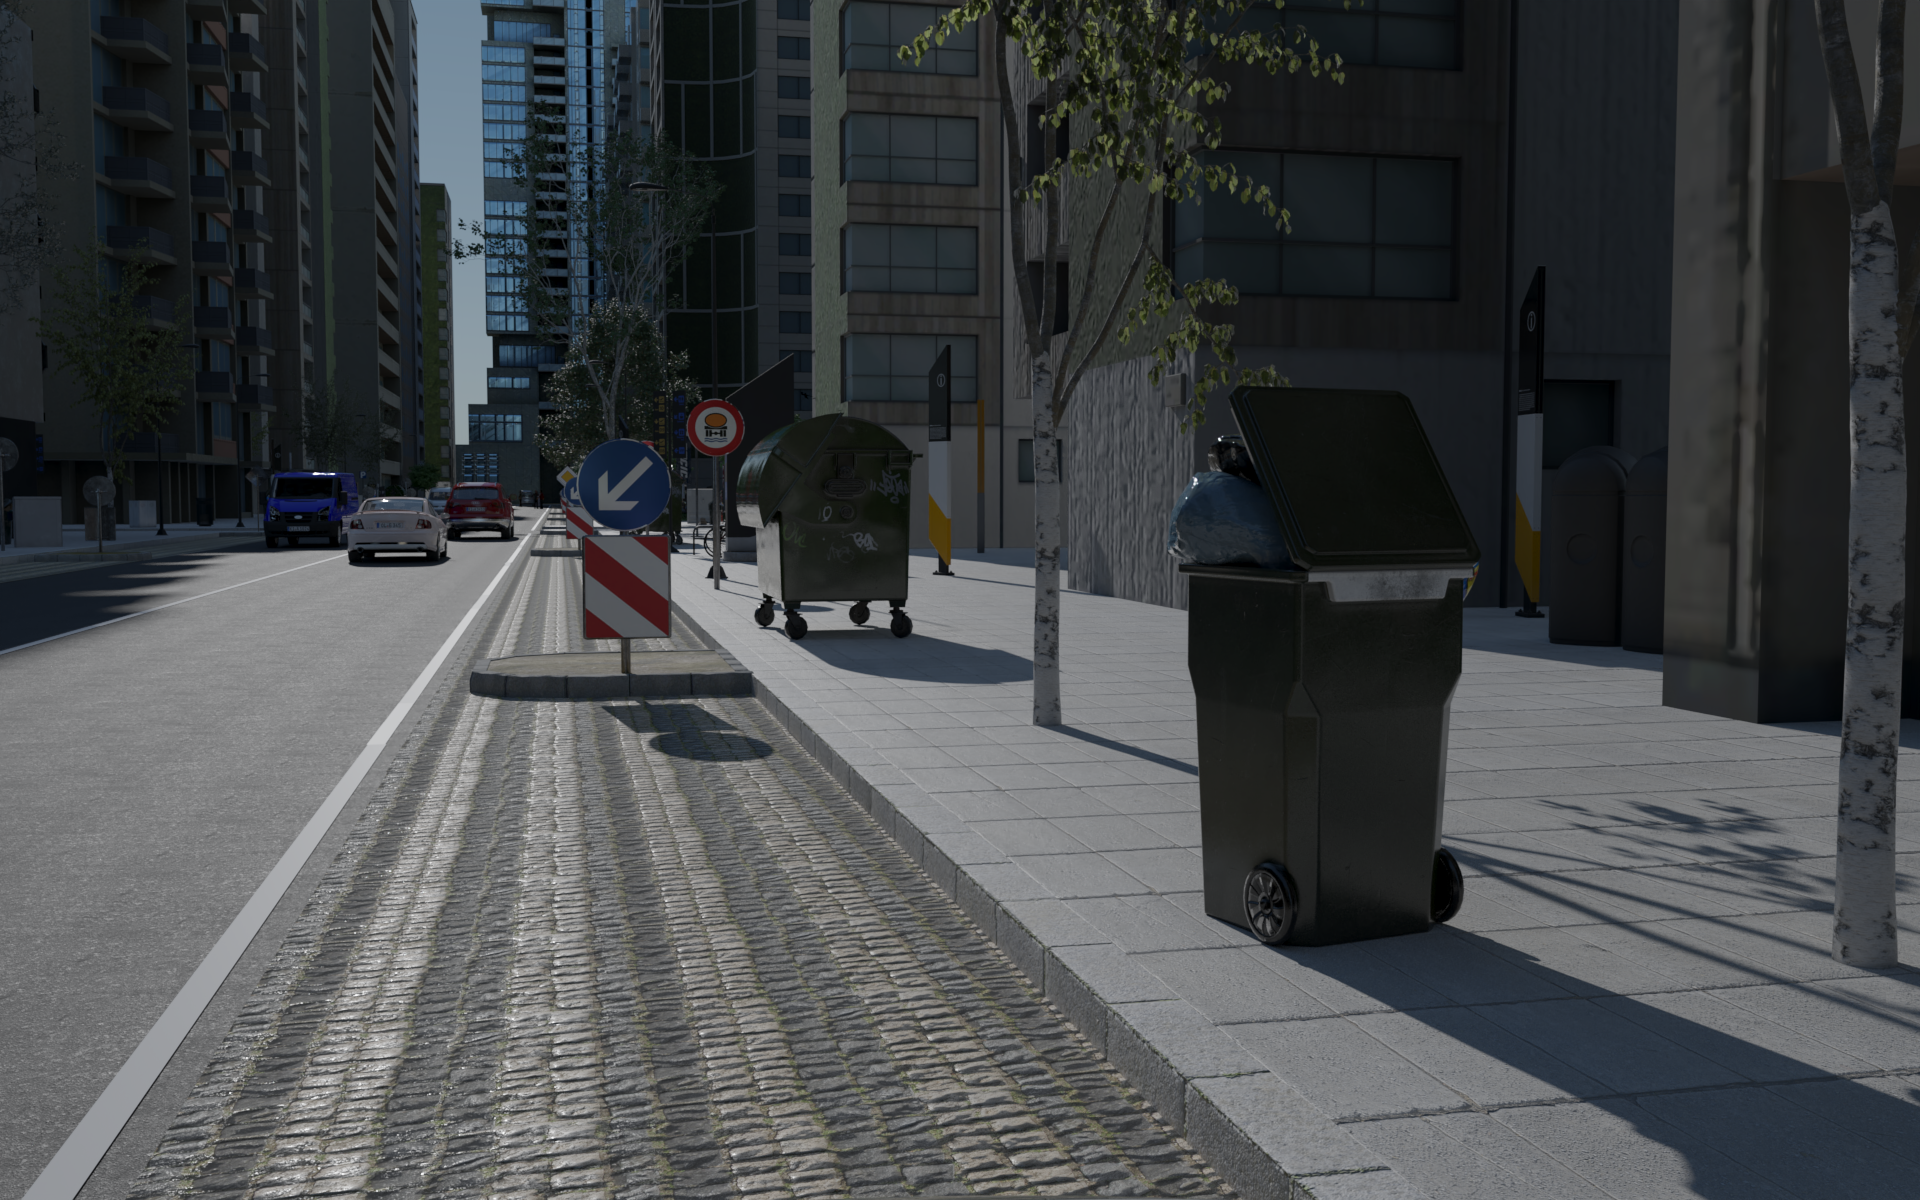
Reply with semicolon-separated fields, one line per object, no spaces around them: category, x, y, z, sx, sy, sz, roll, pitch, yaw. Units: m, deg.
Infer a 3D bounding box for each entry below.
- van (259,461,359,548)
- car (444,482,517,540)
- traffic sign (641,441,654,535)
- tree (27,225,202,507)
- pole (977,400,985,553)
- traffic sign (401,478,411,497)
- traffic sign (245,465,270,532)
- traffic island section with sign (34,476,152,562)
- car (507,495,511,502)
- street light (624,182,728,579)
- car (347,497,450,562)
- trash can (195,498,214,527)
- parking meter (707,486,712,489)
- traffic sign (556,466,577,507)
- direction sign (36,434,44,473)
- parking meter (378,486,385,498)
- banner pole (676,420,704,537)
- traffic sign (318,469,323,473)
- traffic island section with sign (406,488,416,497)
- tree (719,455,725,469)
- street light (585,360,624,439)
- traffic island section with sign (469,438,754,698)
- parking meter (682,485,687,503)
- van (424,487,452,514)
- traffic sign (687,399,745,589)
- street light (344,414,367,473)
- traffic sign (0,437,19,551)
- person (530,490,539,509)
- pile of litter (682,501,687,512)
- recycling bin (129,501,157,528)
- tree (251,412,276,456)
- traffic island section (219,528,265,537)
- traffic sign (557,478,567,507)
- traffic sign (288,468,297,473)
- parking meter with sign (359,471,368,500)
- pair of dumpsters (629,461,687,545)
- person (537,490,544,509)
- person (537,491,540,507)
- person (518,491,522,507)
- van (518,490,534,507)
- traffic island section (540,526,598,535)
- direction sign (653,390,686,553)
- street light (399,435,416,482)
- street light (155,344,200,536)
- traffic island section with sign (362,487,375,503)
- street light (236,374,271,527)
van;-17.971;-2.675;48.116;2.240;2.365;5.245;-1;4;-12
car;-15.582;-2.909;56.234;2.281;1.827;5.304;-1;4;-12
traffic sign;-7.469;-2.522;41.343;0.768;2.556;0.104;-1;4;-11
tree;-23.646;-6.005;48.545;4.737;8.622;4.395;0;3;0
pole;0.457;-2.672;37.529;0.158;3.312;0.155;0;3;0
traffic sign;-43.899;-8.394;137.348;0.768;2.556;0.104;-1;4;-11
traffic sign;-24.014;-3.401;59.241;0.795;2.450;0.064;-1;4;-13
traffic island section with sign;-18.618;-1.756;37.337;1.989;1.847;2.006;-1;4;-13
car;-54.250;-11.820;205.840;1.945;1.354;3.894;-1;4;-13
street light;-4.236;-3.275;26.090;1.470;5.913;1.316;-1;4;-13
car;-12.313;-1.570;38.024;2.083;1.381;4.827;-1;4;-13
trash can;-29.892;-3.480;68.550;0.748;1.137;0.748;0;3;0
parking meter;-17.043;-6.849;117.691;0.399;1.863;0.255;0;3;0
traffic sign;-13.931;-3.542;61.548;0.795;2.450;0.064;-1;4;-13
direction sign;-35.095;-4.505;65.655;0.876;3.537;0.379;1;4;12
parking meter;-40.996;-7.160;122.780;0.255;1.863;0.399;2;4;28
banner pole;-8.102;-3.779;51.799;0.863;3.779;0.401;-2;4;-24
traffic sign;-33.125;-5.488;89.727;0.884;2.594;0.081;0;4;-5
traffic island section with sign;-37.275;-6.677;117.802;1.989;1.847;2.006;-1;4;-13
tree;-6.160;-4.409;55.798;4.285;4.588;4.351;0;3;0
street light;-12.185;-5.373;60.384;1.470;5.913;1.316;-1;4;-13
traffic island section with sign;-2.658;-0.271;13.056;1.989;1.847;2.006;-1;4;-13
parking meter;-17.288;-6.300;108.723;0.255;1.863;0.399;-1;4;-15
van;-31.471;-5.998;105.080;2.013;2.044;4.112;-1;4;-14
traffic sign;-3.273;-1.415;23.248;0.768;2.556;0.104;-1;4;-11
street light;-35.210;-7.844;100.788;1.470;5.913;1.316;-1;4;-13
traffic sign;-21.568;-2.376;38.957;0.768;2.556;0.104;0;4;-5
person;-40.967;-9.712;167.427;1.348;1.807;0.705;-3;5;-40
pile of litter;-17.060;-5.720;107.493;1.719;0.858;1.176;2;4;29
recycling bin;-31.355;-3.296;66.442;0.722;1.027;0.722;3;4;36
tree;-43.703;-9.406;104.158;4.737;8.622;4.395;0;3;0
traffic island section;-24.035;-2.264;59.297;2.009;0.180;2.903;-1;4;-13
traffic sign;-15.734;-4.017;69.327;0.795;2.450;0.064;-1;4;-13
traffic sign;-25.817;-3.876;67.020;0.795;2.450;0.064;-1;4;-13
parking meter with sign;-44.932;-8.276;131.577;1.738;3.016;0.543;3;5;42
pair of dumpsters;-8.060;-2.633;45.544;1.574;2.255;4.437;-1;4;-13
person;-39.820;-9.547;164.561;0.705;1.831;1.348;1;4;13
person;-45.594;-10.867;186.852;0.551;1.740;0.621;-2;4;-32
person;-48.730;-11.210;191.881;0.705;1.812;1.348;0;4;-1
van;-49.588;-11.698;198.278;2.013;2.044;4.112;-1;4;-13
traffic island section;-13.910;-2.407;61.630;2.009;0.180;2.903;-1;4;-13
direction sign;-6.359;-2.813;37.995;0.876;3.537;0.379;2;4;29
street light;-43.159;-9.957;135.329;1.470;5.913;1.316;-1;4;-13
street light;-24.225;-4.961;53.646;1.470;5.913;1.316;-1;4;-13
traffic island section with sign;-31.092;-5.045;91.118;1.989;1.847;2.006;-1;4;-13
street light;-27.258;-5.765;66.802;1.470;5.913;1.316;-1;4;-13
